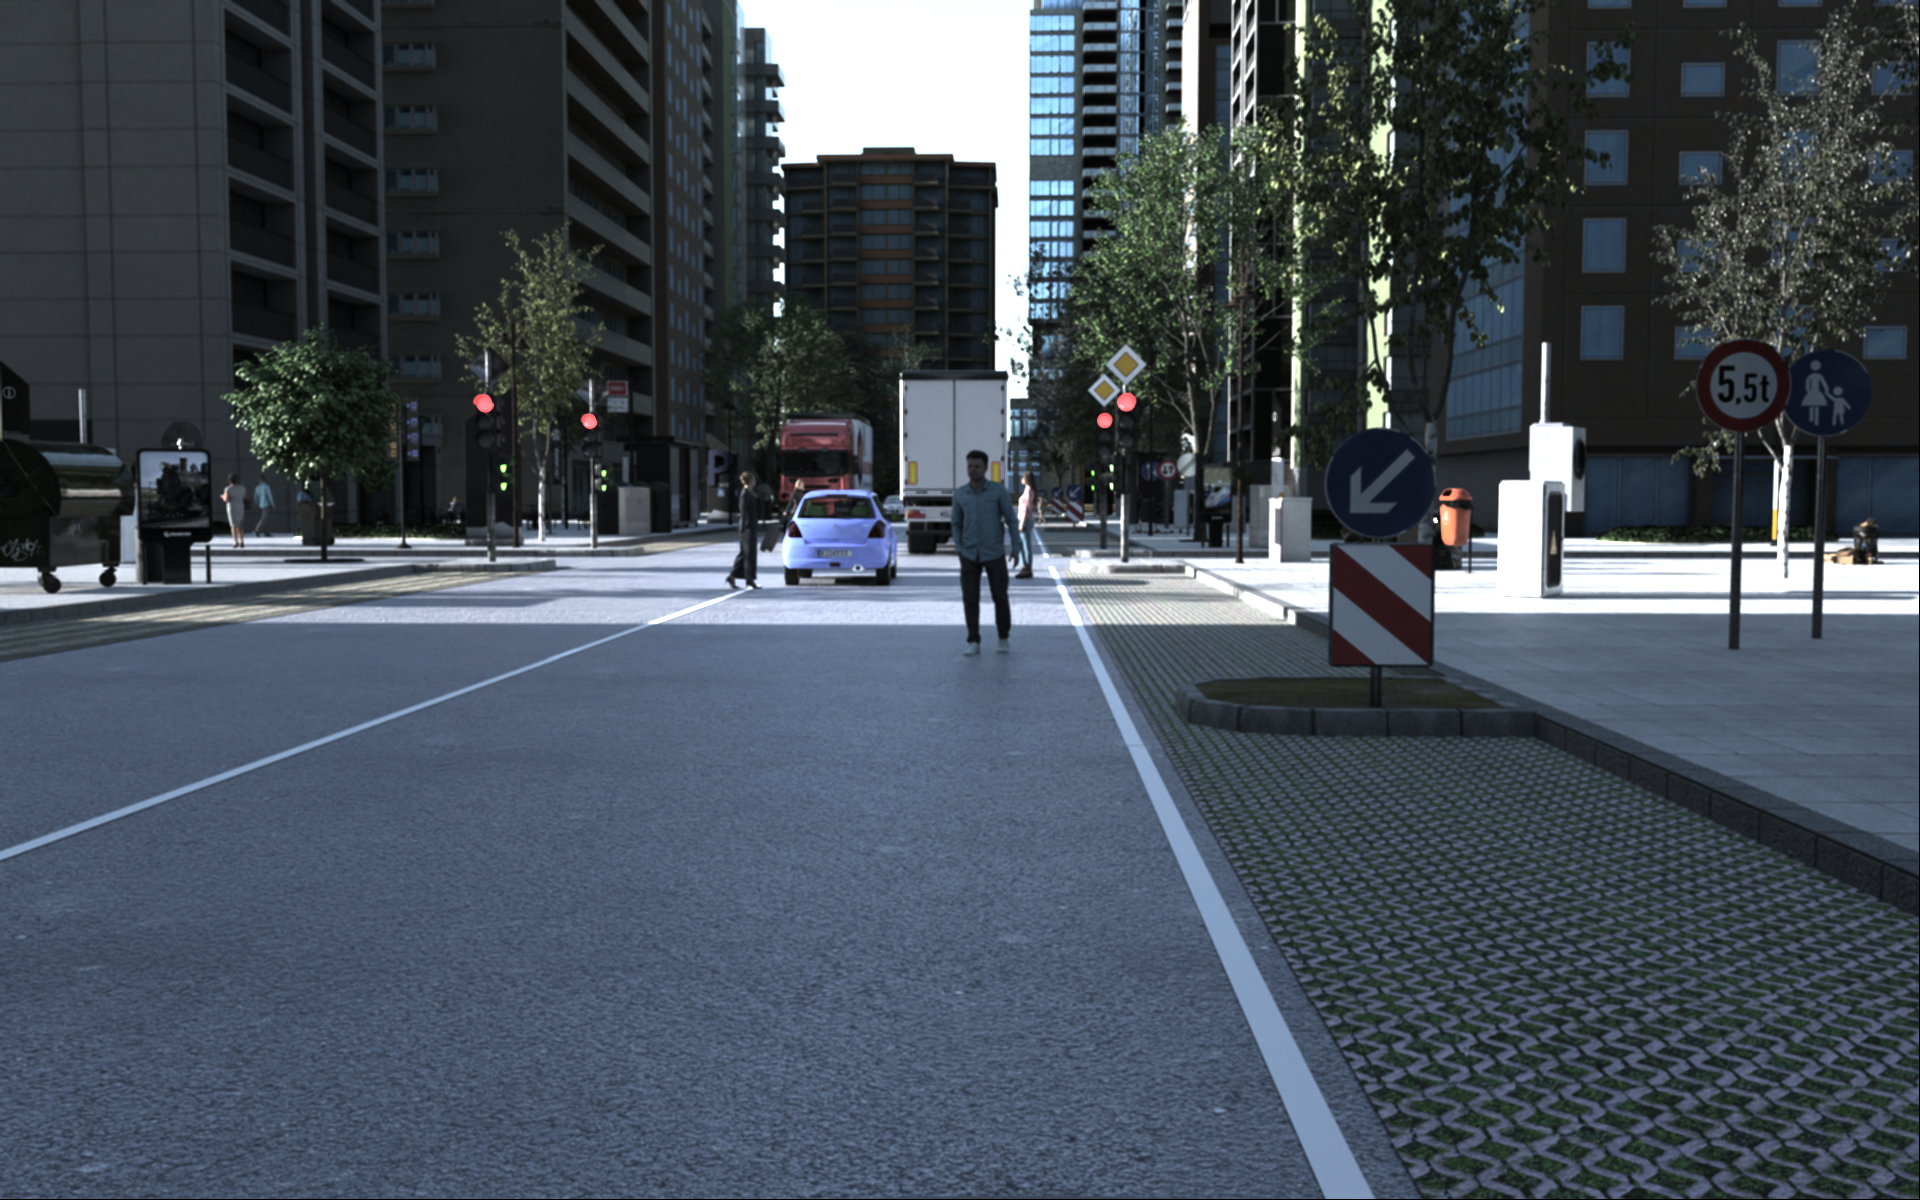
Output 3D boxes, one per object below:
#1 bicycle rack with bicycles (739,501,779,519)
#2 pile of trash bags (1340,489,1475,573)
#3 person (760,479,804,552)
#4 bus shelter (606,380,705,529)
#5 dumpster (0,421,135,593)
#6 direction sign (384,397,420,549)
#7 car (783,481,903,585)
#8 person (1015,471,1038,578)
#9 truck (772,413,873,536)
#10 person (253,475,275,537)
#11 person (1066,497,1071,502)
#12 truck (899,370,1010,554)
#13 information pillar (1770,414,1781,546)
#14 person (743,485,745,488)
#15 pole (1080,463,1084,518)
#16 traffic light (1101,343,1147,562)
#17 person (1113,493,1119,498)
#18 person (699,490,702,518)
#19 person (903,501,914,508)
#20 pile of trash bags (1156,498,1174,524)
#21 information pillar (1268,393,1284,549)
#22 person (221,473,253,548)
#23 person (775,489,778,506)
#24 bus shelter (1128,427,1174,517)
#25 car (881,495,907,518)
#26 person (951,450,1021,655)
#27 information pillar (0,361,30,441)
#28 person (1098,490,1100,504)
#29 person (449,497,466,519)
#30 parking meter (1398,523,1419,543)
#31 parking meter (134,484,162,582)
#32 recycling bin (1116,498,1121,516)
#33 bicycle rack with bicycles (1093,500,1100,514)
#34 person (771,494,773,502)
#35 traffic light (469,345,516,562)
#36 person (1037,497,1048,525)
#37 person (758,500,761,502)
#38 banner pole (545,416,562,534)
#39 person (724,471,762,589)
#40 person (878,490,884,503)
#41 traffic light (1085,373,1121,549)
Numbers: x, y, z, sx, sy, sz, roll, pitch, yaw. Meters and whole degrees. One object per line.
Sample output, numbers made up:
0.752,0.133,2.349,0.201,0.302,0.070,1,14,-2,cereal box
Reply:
-10.855,-4.755,91.121,2.852,0.926,2.925,-1,4,-15,bicycle rack with bicycles
7.743,-1.199,29.354,1.912,1.369,3.447,-1,4,-12,pile of trash bags
-4.372,-2.127,43.490,1.509,1.804,0.699,-3,5,-39,person
-11.277,-5.270,63.795,2.179,5.291,8.768,0,4,2,bus shelter
-12.197,-1.259,23.075,1.502,2.255,1.985,0,4,2,dumpster
-13.086,-2.976,40.647,0.876,3.537,0.379,1,4,10,direction sign
-1.927,-1.160,28.553,1.945,1.707,3.694,0,3,0,car
1.127,-1.283,29.480,0.388,1.821,0.555,0,4,1,person
-4.726,-4.474,62.063,2.839,4.237,11.283,0,4,1,truck
-20.752,-2.787,51.476,0.638,1.841,0.748,3,4,37,person
11.664,-10.839,183.805,0.434,1.755,0.990,-3,5,-43,person
-0.048,-3.425,44.916,2.839,4.237,11.283,0,4,1,truck
20.194,-3.147,42.815,0.183,3.616,0.504,2,4,29,information pillar
-11.588,-5.385,93.447,0.474,1.900,0.648,-2,4,-25,person
6.534,-6.032,92.470,0.158,3.312,0.155,0,3,0,pole
3.076,-2.661,32.420,0.839,4.253,0.868,0,4,2,traffic light
14.324,-9.302,158.840,0.721,1.735,1.217,-1,4,-17,person
-14.190,-5.315,93.141,0.583,1.804,0.606,2,4,33,person
-1.407,-2.727,52.860,0.659,1.850,0.755,-1,4,-11,person
9.373,-3.944,74.238,1.912,1.369,3.447,0,4,1,pile of trash bags
7.297,-2.965,39.831,0.183,3.616,0.504,-1,4,-15,information pillar
-17.258,-2.138,41.353,0.532,1.782,0.716,3,5,41,person
-20.151,-11.221,189.525,0.705,1.822,1.348,2,4,24,person
9.854,-6.871,89.969,2.179,5.291,8.768,0,4,2,bus shelter
-3.301,-4.931,92.981,2.083,1.381,4.827,0,4,3,car
0.242,-0.433,15.593,0.660,1.820,0.620,1,4,11,person
-16.639,-2.395,30.518,0.183,3.616,0.504,3,5,41,information pillar
14.639,-10.590,179.975,0.721,1.735,1.217,3,5,42,person
-24.414,-4.417,83.756,1.012,1.151,0.738,2,4,24,person
5.864,-1.027,22.500,0.399,1.863,0.255,1,4,17,parking meter
-11.844,-1.032,25.288,0.372,1.533,0.369,0,3,0,parking meter
9.460,-5.402,100.873,0.722,1.027,0.722,0,4,0,recycling bin
9.671,-6.026,111.908,2.852,0.926,2.925,1,4,11,bicycle rack with bicycles
-12.071,-6.240,109.883,0.589,1.601,0.330,2,4,29,person
-8.880,-2.683,32.795,0.839,4.253,0.868,0,4,2,traffic light
3.795,-4.145,80.549,0.640,1.303,0.475,2,4,24,person
-14.498,-7.214,124.730,1.217,1.736,0.721,-3,4,-36,person
-13.030,-4.010,55.573,0.401,3.779,0.863,2,4,23,banner pole
-3.251,-1.056,26.185,0.534,1.772,0.576,-2,4,-29,person
-7.493,-9.683,164.882,0.721,1.766,1.217,-3,5,-42,person
3.338,-3.149,40.401,0.839,4.253,0.868,0,4,2,traffic light
